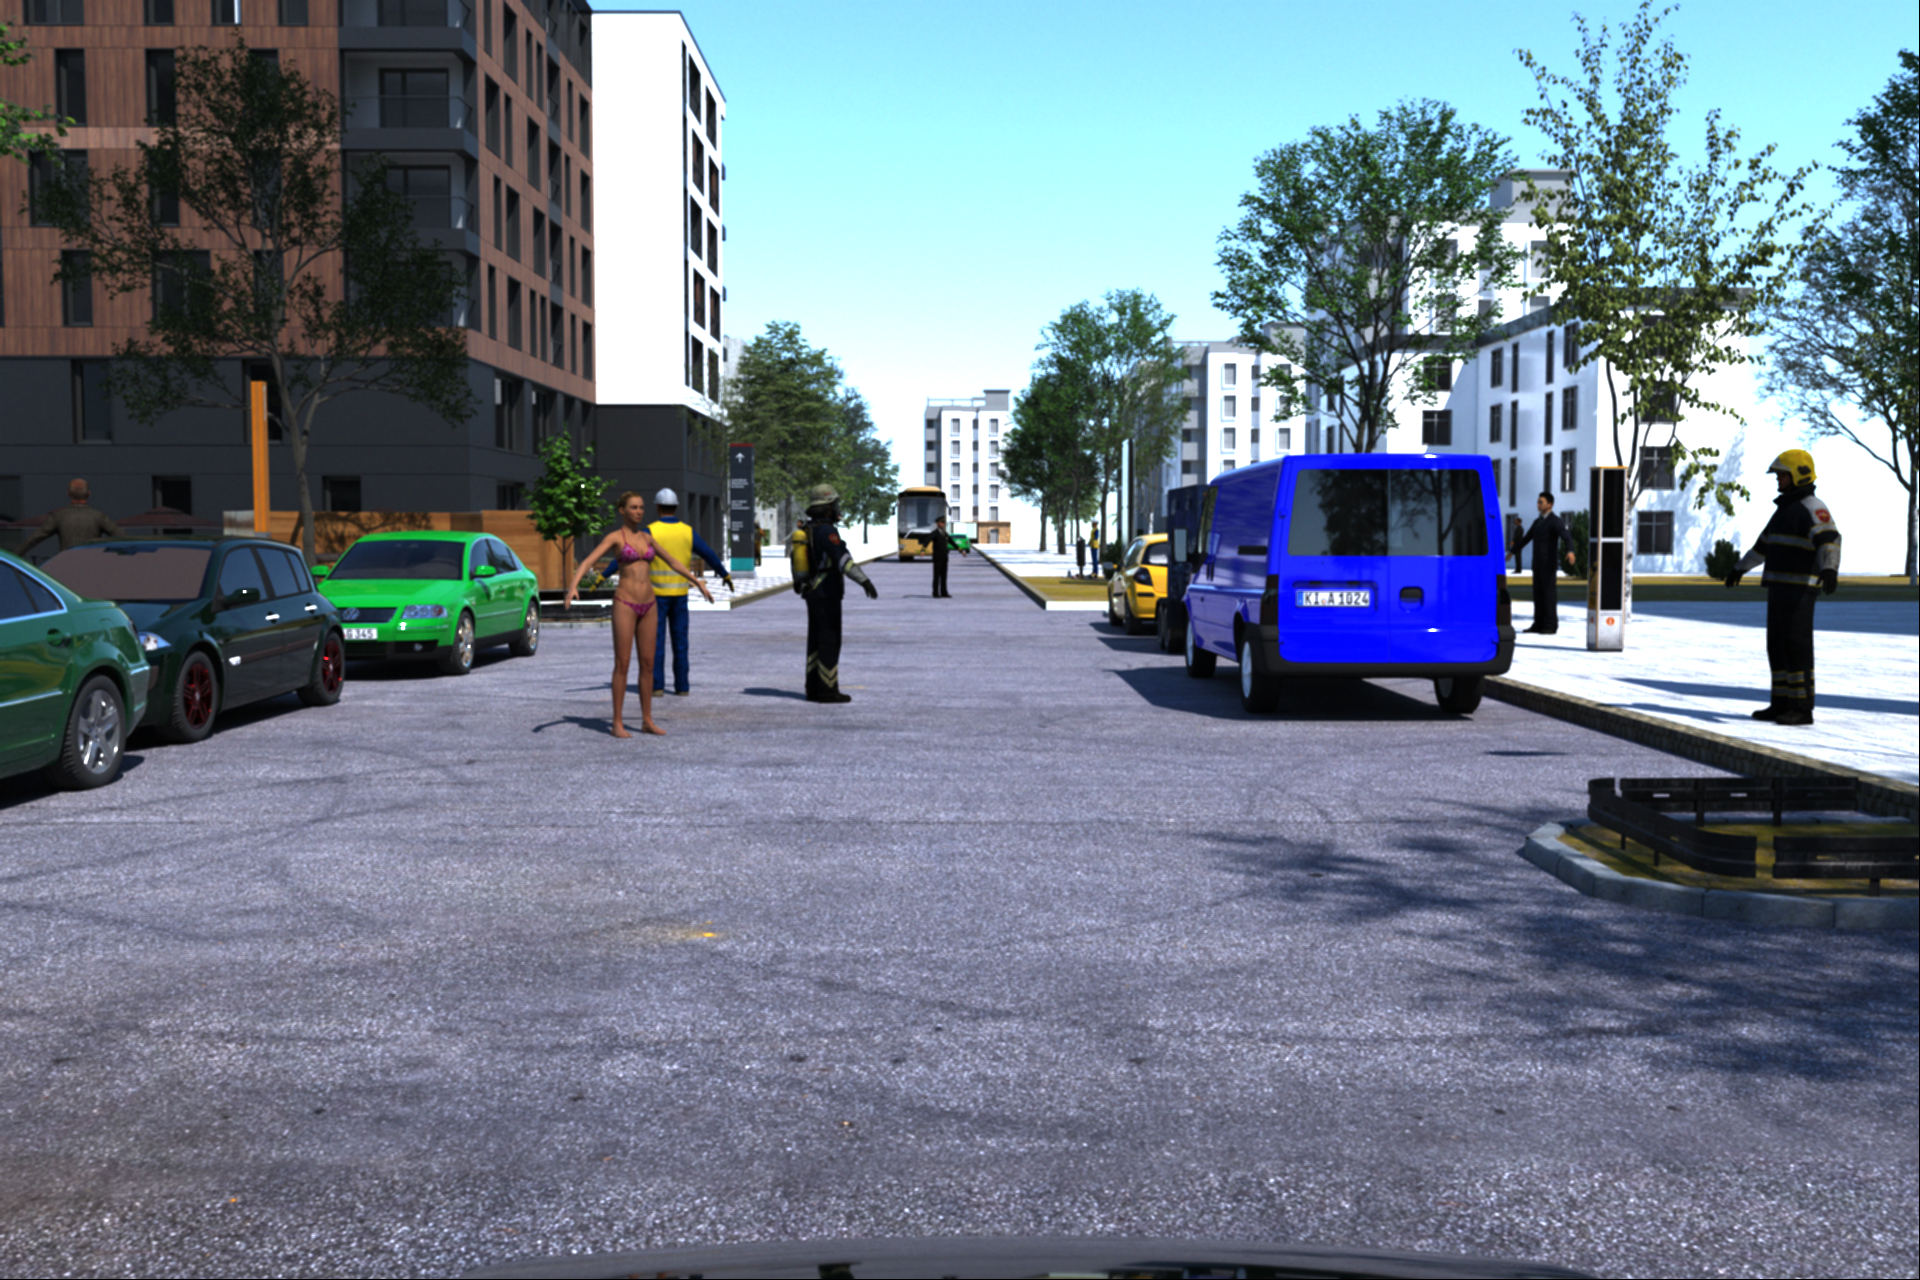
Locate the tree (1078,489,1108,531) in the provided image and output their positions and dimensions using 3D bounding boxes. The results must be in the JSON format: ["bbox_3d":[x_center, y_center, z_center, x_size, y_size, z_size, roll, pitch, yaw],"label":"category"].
[{"bbox_3d":[17.576,-17.121,230.295,4.737,8.622,4.395,0,3,0],"label":"tree"}]

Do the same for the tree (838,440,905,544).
[{"bbox_3d":[-12.327,-19.635,227.683,9.857,13.997,8.962,0,3,0],"label":"tree"}]

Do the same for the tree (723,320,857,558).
[{"bbox_3d":[-9.579,-10.671,92.593,7.486,12.596,7.792,0,3,0],"label":"tree"}]

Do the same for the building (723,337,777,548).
[{"bbox_3d":[-28.092,-18.663,171.597,16.747,18.905,31.486,0,4,0],"label":"building"}]

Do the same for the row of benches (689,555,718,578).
[{"bbox_3d":[-8.158,-2.121,50.134,1.422,0.672,4.104,1,4,16],"label":"row of benches"}]

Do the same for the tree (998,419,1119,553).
[{"bbox_3d":[6.680,-11.041,114.926,8.767,10.594,7.601,0,4,3],"label":"tree"}]

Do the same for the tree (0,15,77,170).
[{"bbox_3d":[-11.559,-5.428,14.502,9.928,11.665,9.643,0,3,0],"label":"tree"}]

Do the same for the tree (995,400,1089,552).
[{"bbox_3d":[5.987,-12.107,123.708,9.928,11.665,9.643,0,3,0],"label":"tree"}]

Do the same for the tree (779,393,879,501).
[{"bbox_3d":[-9.750,-12.320,127.194,9.928,11.665,9.643,0,3,0],"label":"tree"}]

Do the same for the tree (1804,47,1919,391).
[{"bbox_3d":[20.758,-6.611,33.839,9.928,11.665,9.643,0,3,0],"label":"tree"}]

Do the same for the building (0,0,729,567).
[{"bbox_3d":[-24.829,-13.566,65.776,27.936,21.610,32.646,0,4,0],"label":"building"}]

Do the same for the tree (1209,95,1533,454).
[{"bbox_3d":[9.711,-7.076,41.455,9.928,11.665,9.643,0,3,0],"label":"tree"}]

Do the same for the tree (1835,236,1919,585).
[{"bbox_3d":[24.033,-5.661,42.920,4.737,8.622,4.395,0,3,0],"label":"tree"}]

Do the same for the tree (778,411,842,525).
[{"bbox_3d":[-8.935,-9.158,100.092,4.360,8.622,3.978,0,3,0],"label":"tree"}]

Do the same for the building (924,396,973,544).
[{"bbox_3d":[-4.509,-22.704,230.083,11.380,20.090,16.016,0,4,2],"label":"building"}]

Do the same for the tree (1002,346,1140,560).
[{"bbox_3d":[5.636,-9.308,86.606,7.601,10.594,8.767,-1,4,-9],"label":"tree"}]

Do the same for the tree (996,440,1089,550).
[{"bbox_3d":[6.467,-12.260,134.862,8.767,10.594,7.601,1,4,21],"label":"tree"}]

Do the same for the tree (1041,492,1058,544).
[{"bbox_3d":[12.665,-17.120,230.281,4.737,8.622,4.395,0,3,0],"label":"tree"}]

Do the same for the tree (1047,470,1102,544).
[{"bbox_3d":[14.843,-18.676,223.479,7.486,12.596,7.792,0,3,0],"label":"tree"}]

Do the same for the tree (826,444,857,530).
[{"bbox_3d":[-9.614,-11.254,134.365,4.737,8.622,4.395,0,3,0],"label":"tree"}]

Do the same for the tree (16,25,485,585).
[{"bbox_3d":[-12.370,-5.983,32.230,7.601,10.594,8.767,1,4,22],"label":"tree"}]

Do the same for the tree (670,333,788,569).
[{"bbox_3d":[-8.980,-6.968,64.296,4.360,8.622,3.978,0,3,0],"label":"tree"}]

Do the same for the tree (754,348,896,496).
[{"bbox_3d":[-9.323,-12.433,113.642,12.009,13.543,11.850,0,3,0],"label":"tree"}]

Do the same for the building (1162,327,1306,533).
[{"bbox_3d":[24.559,-18.929,165.904,16.016,20.090,11.380,0,4,0],"label":"building"}]

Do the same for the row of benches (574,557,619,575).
[{"bbox_3d":[-10.668,-1.890,46.357,4.104,0.672,1.422,-1,4,-9],"label":"row of benches"}]

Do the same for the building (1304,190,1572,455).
[{"bbox_3d":[25.616,-15.012,101.873,16.016,20.090,11.380,0,4,0],"label":"building"}]

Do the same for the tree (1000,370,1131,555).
[{"bbox_3d":[6.476,-11.023,105.989,9.928,11.665,9.643,0,3,0],"label":"tree"}]

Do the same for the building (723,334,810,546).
[{"bbox_3d":[-25.790,-22.546,199.554,19.493,23.208,18.063,0,4,0],"label":"building"}]

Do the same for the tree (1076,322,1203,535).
[{"bbox_3d":[6.755,-6.707,60.020,4.360,8.622,3.978,0,3,0],"label":"tree"}]

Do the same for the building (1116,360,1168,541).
[{"bbox_3d":[26.453,-19.467,184.735,16.747,18.905,31.486,0,4,0],"label":"building"}]

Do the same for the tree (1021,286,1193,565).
[{"bbox_3d":[6.128,-8.975,72.499,9.928,11.665,9.643,0,3,0],"label":"tree"}]

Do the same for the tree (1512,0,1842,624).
[{"bbox_3d":[9.525,-4.514,24.170,4.737,8.622,4.395,0,3,0],"label":"tree"}]

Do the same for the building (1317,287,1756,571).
[{"bbox_3d":[22.442,-8.005,73.030,9.099,9.664,28.070,0,3,0],"label":"building"}]

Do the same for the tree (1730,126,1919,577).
[{"bbox_3d":[28.617,-8.657,51.909,12.009,13.543,11.850,0,3,0],"label":"tree"}]

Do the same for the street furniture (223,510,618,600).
[{"bbox_3d":[-10.494,-1.752,35.495,9.812,1.723,11.010,-3,5,-40],"label":"street furniture"}]
